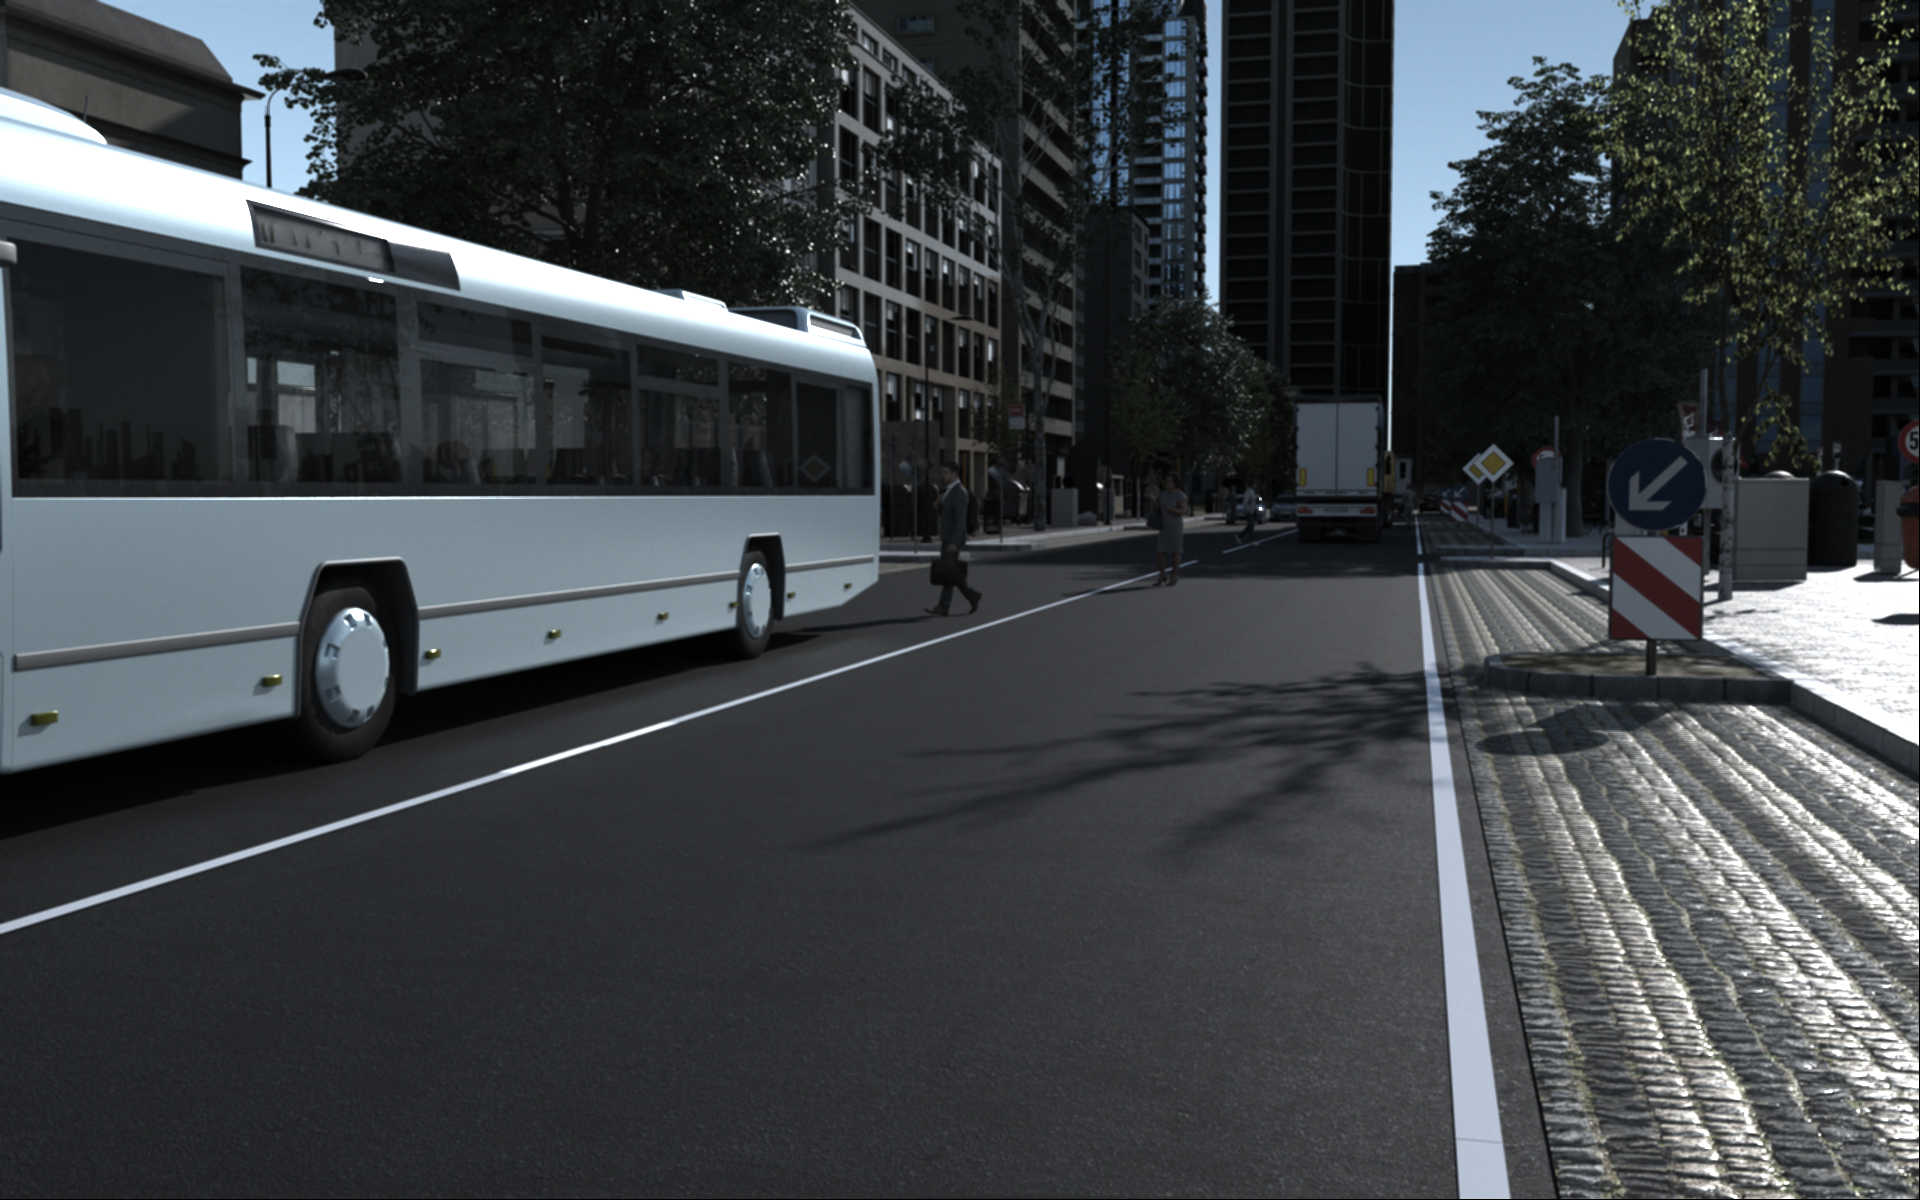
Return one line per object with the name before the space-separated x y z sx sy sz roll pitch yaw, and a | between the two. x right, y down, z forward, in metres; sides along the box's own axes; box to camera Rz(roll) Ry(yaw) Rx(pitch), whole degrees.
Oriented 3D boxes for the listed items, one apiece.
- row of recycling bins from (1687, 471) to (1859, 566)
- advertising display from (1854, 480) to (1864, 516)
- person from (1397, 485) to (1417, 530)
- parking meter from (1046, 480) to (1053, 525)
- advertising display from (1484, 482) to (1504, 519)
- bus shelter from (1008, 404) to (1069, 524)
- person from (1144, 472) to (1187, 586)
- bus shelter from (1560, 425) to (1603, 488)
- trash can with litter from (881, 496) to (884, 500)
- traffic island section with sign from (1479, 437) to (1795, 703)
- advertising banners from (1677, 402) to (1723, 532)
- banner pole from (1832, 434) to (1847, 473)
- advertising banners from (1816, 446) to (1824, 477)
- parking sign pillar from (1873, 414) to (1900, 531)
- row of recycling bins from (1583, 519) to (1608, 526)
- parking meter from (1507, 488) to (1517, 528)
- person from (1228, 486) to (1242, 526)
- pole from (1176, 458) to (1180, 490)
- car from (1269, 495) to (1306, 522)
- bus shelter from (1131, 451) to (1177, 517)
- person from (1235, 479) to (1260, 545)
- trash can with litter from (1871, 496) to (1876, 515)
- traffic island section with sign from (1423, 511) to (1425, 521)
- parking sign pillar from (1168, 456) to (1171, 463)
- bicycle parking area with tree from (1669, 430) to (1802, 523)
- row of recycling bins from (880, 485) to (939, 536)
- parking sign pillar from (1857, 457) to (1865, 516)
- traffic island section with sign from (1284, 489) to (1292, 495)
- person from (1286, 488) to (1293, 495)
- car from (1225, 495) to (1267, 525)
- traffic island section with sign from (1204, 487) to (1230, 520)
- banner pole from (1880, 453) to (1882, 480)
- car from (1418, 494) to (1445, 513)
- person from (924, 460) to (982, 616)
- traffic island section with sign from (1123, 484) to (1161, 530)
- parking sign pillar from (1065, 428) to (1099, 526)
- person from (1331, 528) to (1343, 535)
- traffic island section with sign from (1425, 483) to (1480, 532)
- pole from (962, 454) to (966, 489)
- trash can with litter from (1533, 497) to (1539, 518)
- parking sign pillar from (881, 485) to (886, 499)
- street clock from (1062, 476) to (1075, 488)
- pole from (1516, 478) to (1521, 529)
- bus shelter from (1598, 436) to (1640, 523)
row of recycling bins | 14.390 -1.498 31.599 3.534 1.692 1.069 1 4 20
advertising display | 40.376 -4.469 78.277 0.974 1.923 0.123 -1 4 -15
person | 17.978 -3.725 69.519 0.709 1.813 0.853 -1 4 -21
parking meter | 3.746 -4.028 71.571 0.255 1.863 0.399 -1 4 -16
advertising display | 27.690 -5.174 89.809 0.974 1.923 0.123 0 4 2
bus shelter | 3.876 -6.228 79.463 2.179 5.291 8.768 1 4 15
person | 3.175 -1.115 27.087 0.716 1.782 0.532 3 5 44
bus shelter | 29.821 -6.510 84.064 2.179 5.291 8.768 1 4 15
trash can with litter | -2.782 -3.866 74.274 2.233 1.210 1.678 -1 4 -15
traffic island section with sign | 4.987 -0.265 12.967 1.989 1.847 2.006 1 4 15
advertising banners | 14.572 -2.266 33.236 2.074 3.025 0.090 -1 4 -18
banner pole | 36.746 -5.037 72.368 0.863 3.779 0.401 -1 4 -17
advertising banners | 30.938 -4.097 63.168 2.074 3.025 0.090 -2 4 -35
parking sign pillar | 31.995 -4.317 59.057 1.447 3.967 1.447 -3 5 -42
row of recycling bins | 25.516 -3.928 71.341 1.069 1.692 3.534 -3 4 -36
parking meter | 21.037 -3.518 65.931 0.372 1.533 0.369 0 3 0
person | 12.438 -4.264 78.397 0.590 1.801 0.661 0 4 -2
pole | 12.405 -6.410 98.649 0.158 3.312 0.155 0 3 0
car | 17.213 -4.796 90.412 2.014 1.417 4.499 1 4 16
bus shelter | 10.972 -6.522 97.913 1.731 3.624 6.357 1 4 15
person | 8.051 -2.456 48.509 0.795 1.843 0.661 2 4 29
trash can with litter | 56.997 -5.905 107.927 0.624 1.170 1.055 2 4 27
traffic island section with sign | 25.672 -5.095 91.931 1.989 1.847 2.006 1 4 15
parking sign pillar | 13.491 -7.643 113.440 1.447 3.967 1.447 1 4 19
bicycle parking area with tree | 35.053 -5.595 78.478 8.231 4.147 9.016 2 4 25
row of recycling bins | -2.355 -2.795 52.811 3.534 1.692 1.069 -1 4 -17
parking sign pillar | 47.985 -6.324 91.866 1.447 3.967 1.447 3 5 42
traffic island section with sign | 27.221 -8.249 143.495 1.989 1.847 2.006 1 4 15
person | 21.658 -6.479 114.214 0.659 1.850 0.755 0 4 -6
car | 13.757 -4.349 83.111 2.014 1.417 4.499 1 4 13
traffic island section with sign | 14.454 -5.270 94.791 1.989 1.847 2.006 1 4 15
banner pole | 56.012 -7.060 105.449 0.401 3.779 0.863 2 4 29
car | 35.512 -7.382 130.489 2.009 1.686 4.222 1 4 15
person | -0.050 -0.732 20.436 0.822 1.834 0.622 -2 4 -25
traffic island section with sign | 7.620 -3.675 68.713 1.989 1.847 2.006 1 4 15
parking sign pillar | 4.909 -4.997 70.174 1.447 3.967 1.447 -2 4 -33
person | 13.304 -3.239 61.437 0.573 1.828 0.580 2 4 35
traffic island section with sign | 18.819 -3.494 65.755 1.989 1.847 2.006 1 4 15
pole | 0.222 -5.717 87.317 0.158 3.312 0.155 0 3 0
trash can with litter | 26.492 -4.120 78.756 1.055 1.170 0.624 1 4 14
parking sign pillar | -3.051 -5.391 76.608 1.447 3.967 1.447 2 4 35
street clock | 4.279 -3.900 68.330 0.471 2.002 0.358 0 4 -8
pole | 20.576 -4.275 63.734 0.158 3.312 0.155 0 3 0
bus shelter | 24.451 -4.216 62.850 2.014 3.302 5.546 1 4 15
